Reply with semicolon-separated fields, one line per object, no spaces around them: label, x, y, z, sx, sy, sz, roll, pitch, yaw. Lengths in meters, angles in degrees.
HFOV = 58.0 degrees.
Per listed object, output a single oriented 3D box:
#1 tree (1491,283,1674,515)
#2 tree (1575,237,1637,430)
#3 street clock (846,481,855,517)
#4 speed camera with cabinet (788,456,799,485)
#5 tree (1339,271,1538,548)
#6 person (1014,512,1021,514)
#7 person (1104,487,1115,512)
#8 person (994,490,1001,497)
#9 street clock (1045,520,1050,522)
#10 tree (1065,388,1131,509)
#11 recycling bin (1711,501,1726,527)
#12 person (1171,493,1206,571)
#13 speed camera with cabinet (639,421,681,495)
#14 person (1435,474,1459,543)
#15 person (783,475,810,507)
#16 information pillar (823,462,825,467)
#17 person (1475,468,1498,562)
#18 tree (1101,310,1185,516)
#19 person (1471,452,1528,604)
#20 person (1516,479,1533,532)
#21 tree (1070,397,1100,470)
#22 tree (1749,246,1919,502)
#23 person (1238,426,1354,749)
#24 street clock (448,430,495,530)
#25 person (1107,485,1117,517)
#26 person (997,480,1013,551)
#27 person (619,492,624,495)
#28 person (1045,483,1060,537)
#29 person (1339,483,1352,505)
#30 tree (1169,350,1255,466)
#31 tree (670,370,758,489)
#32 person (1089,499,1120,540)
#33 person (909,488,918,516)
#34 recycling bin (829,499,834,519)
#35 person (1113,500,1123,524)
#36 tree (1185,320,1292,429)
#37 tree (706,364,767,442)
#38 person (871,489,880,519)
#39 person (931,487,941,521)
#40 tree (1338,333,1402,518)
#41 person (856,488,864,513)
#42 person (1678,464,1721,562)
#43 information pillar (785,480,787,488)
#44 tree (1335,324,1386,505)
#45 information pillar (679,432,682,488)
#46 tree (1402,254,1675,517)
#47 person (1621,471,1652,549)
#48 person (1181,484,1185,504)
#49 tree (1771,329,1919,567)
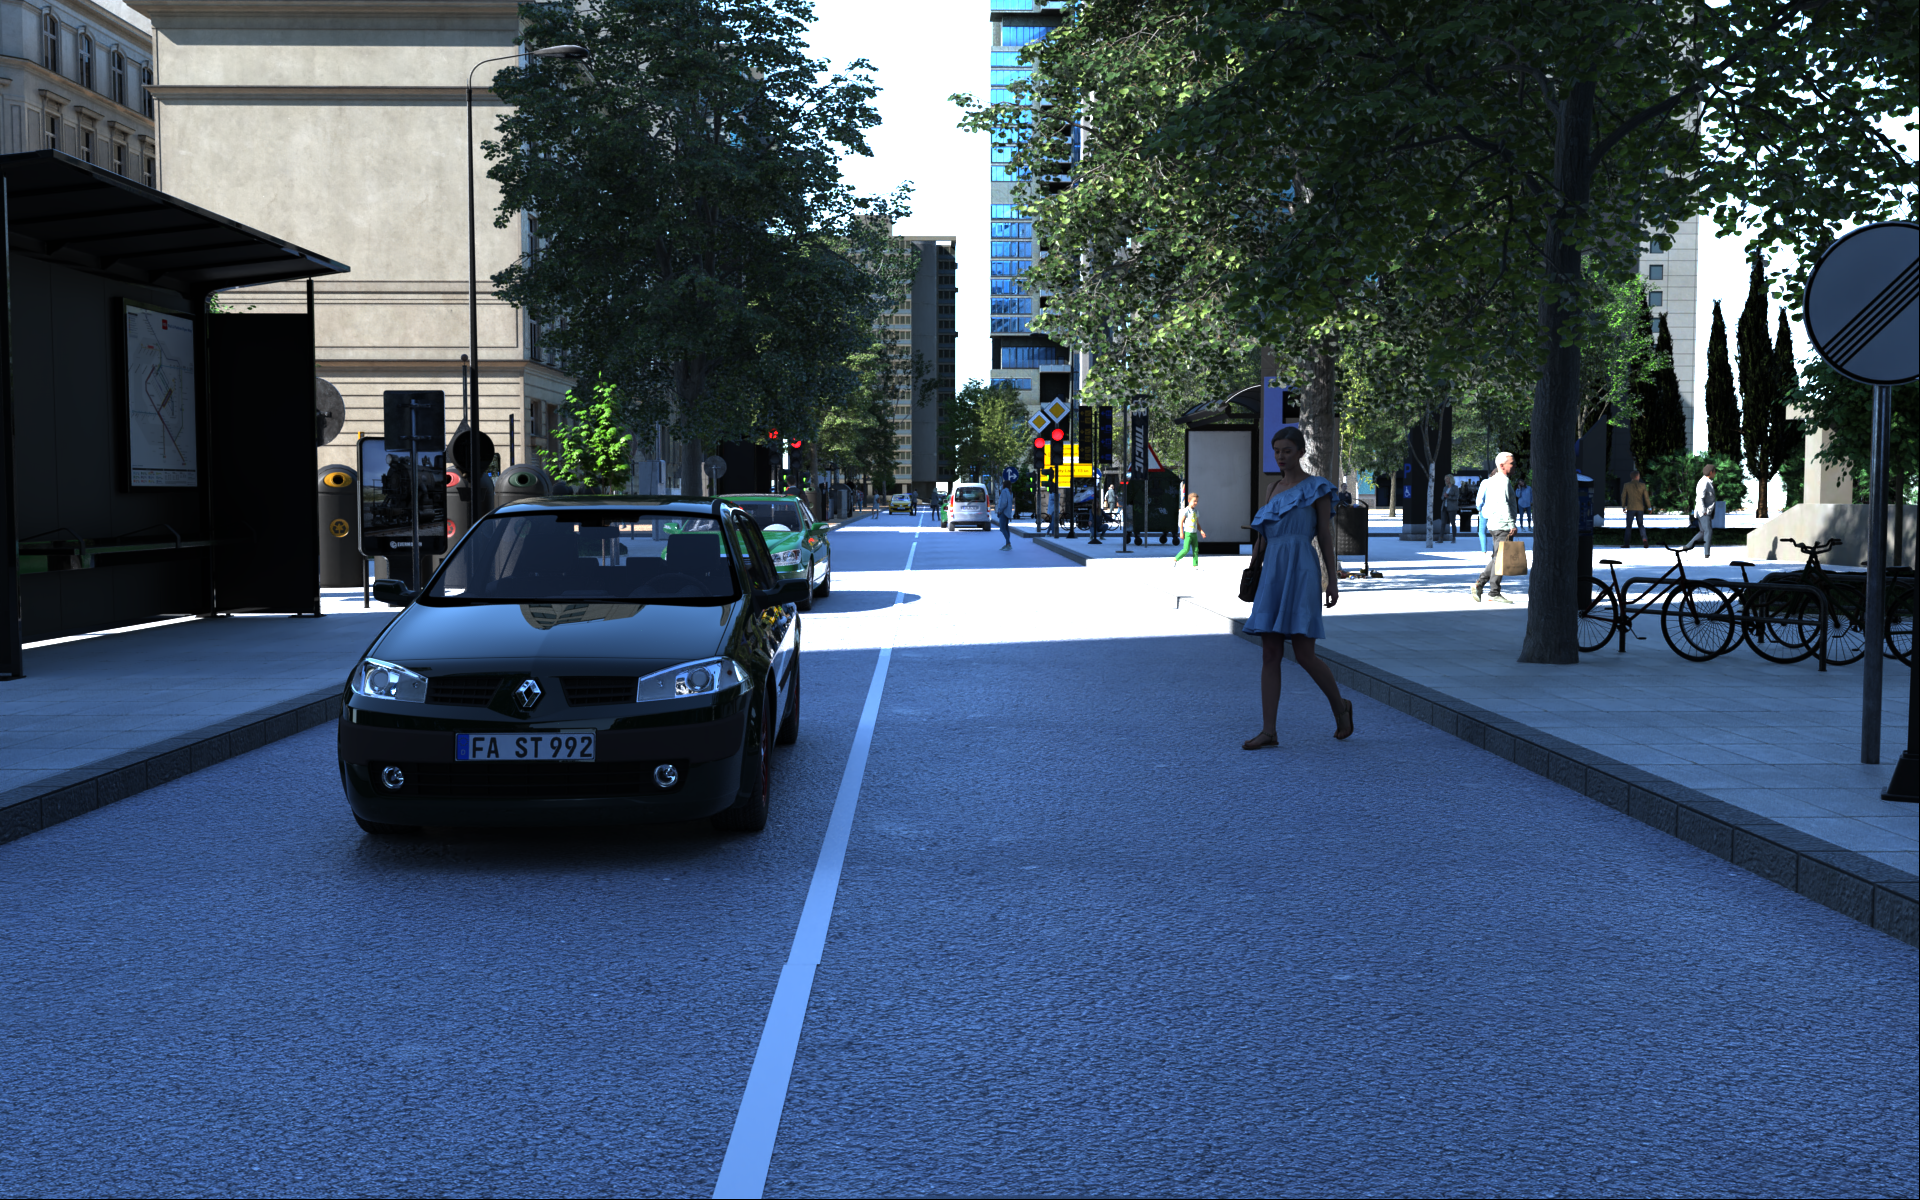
tree;39.924;-12.727;109.905;13.155;14.587;18.604;-2;4;-32
tree;16.582;-5.949;47.622;4.360;8.622;3.978;0;3;0
street clock;-6.202;-5.722;98.125;0.471;2.002;0.358;0;4;1
speed camera with cabinet;-8.444;-5.756;88.452;0.660;3.252;2.038;-1;4;-15
tree;11.146;-5.558;41.228;4.360;8.622;3.978;0;3;0
person;3.764;-6.415;111.108;0.592;1.802;0.473;-2;4;-25
person;10.739;-7.218;124.542;0.782;1.767;0.515;0;4;3
person;4.753;-12.495;210.295;1.348;1.831;0.705;0;4;-1
street clock;3.997;-4.549;78.954;0.471;2.002;0.358;2;4;26
tree;9.160;-10.007;113.983;4.737;8.622;4.395;0;3;0
recycling bin;26.621;-2.981;61.287;0.722;1.027;0.722;1;4;9
person;3.810;-1.138;28.897;0.590;1.304;0.306;2;4;33
speed camera with cabinet;-8.283;-3.273;47.850;0.660;3.252;2.038;1;4;9
person;12.742;-2.380;45.141;0.526;1.800;0.537;-2;4;-28
person;-3.534;-1.749;37.068;0.622;1.834;0.822;-2;4;-33
information pillar;-9.944;-8.271;126.591;0.183;3.616;0.504;0;4;1
person;10.100;-1.631;32.971;0.793;1.790;0.793;-3;5;-44
tree;7.965;-7.306;69.813;4.360;8.622;3.978;0;3;0
person;6.261;-0.830;20.093;0.515;1.767;0.782;0;4;3
person;19.226;-3.218;58.915;0.793;1.790;0.793;-2;4;-25
tree;9.414;-10.313;118.977;4.360;8.622;3.978;0;3;0
tree;48.242;-11.513;90.055;18.604;14.587;13.155;-3;5;-40
person;1.888;-0.079;9.887;0.778;1.811;0.616;-2;4;-33
street clock;-5.526;-0.922;19.640;0.471;2.002;0.358;-2;4;-29
person;8.512;-5.516;96.398;0.590;1.801;0.661;-2;4;-27
person;1.178;-2.162;44.120;0.793;1.790;0.793;-1;4;-14
person;-12.508;-3.497;63.201;0.713;1.824;0.794;-2;4;-27
person;2.994;-2.880;55.847;0.793;1.790;0.793;-3;5;-40
person;11.655;-2.683;52.783;0.576;1.772;0.534;0;4;-7
tree;15.353;-9.793;94.525;7.601;10.594;8.767;0;4;2
tree;-11.574;-8.094;82.697;4.737;8.622;4.395;0;3;0
person;3.992;-2.278;48.794;1.012;1.151;0.738;-1;4;-14
person;-3.059;-6.487;114.740;0.592;1.802;0.473;-2;4;-30
recycling bin;-6.908;-4.669;88.891;0.722;1.027;0.722;1;4;13
person;6.811;-4.090;73.500;0.643;1.750;0.593;3;5;43
tree;10.805;-6.811;61.724;4.360;8.622;3.978;0;3;0
tree;-11.728;-8.427;88.144;4.360;8.622;3.978;0;3;0
person;-4.814;-5.498;99.404;0.522;1.701;0.512;2;4;26
person;-1.304;-5.204;93.773;0.526;1.800;0.537;-3;4;-37
tree;23.795;-10.346;94.910;9.928;11.665;9.643;0;3;0
person;-6.741;-6.729;116.899;0.563;1.720;0.643;3;4;38
person;13.989;-1.641;32.725;0.795;1.843;0.661;2;4;33
information pillar;-8.629;-4.911;84.791;0.304;2.012;0.304;0;4;6
tree;16.092;-7.482;72.686;4.737;8.622;4.395;0;3;0
information pillar;-9.531;-4.189;59.850;0.183;3.616;0.504;-3;5;-43
tree;25.254;-8.875;70.854;9.928;11.665;9.643;0;3;0
person;16.001;-2.140;40.945;0.656;1.842;0.836;-1;4;-19
person;11.517;-5.013;87.974;0.573;1.828;0.580;3;4;38
tree;13.470;-2.521;24.927;4.285;4.588;4.351;0;3;0
